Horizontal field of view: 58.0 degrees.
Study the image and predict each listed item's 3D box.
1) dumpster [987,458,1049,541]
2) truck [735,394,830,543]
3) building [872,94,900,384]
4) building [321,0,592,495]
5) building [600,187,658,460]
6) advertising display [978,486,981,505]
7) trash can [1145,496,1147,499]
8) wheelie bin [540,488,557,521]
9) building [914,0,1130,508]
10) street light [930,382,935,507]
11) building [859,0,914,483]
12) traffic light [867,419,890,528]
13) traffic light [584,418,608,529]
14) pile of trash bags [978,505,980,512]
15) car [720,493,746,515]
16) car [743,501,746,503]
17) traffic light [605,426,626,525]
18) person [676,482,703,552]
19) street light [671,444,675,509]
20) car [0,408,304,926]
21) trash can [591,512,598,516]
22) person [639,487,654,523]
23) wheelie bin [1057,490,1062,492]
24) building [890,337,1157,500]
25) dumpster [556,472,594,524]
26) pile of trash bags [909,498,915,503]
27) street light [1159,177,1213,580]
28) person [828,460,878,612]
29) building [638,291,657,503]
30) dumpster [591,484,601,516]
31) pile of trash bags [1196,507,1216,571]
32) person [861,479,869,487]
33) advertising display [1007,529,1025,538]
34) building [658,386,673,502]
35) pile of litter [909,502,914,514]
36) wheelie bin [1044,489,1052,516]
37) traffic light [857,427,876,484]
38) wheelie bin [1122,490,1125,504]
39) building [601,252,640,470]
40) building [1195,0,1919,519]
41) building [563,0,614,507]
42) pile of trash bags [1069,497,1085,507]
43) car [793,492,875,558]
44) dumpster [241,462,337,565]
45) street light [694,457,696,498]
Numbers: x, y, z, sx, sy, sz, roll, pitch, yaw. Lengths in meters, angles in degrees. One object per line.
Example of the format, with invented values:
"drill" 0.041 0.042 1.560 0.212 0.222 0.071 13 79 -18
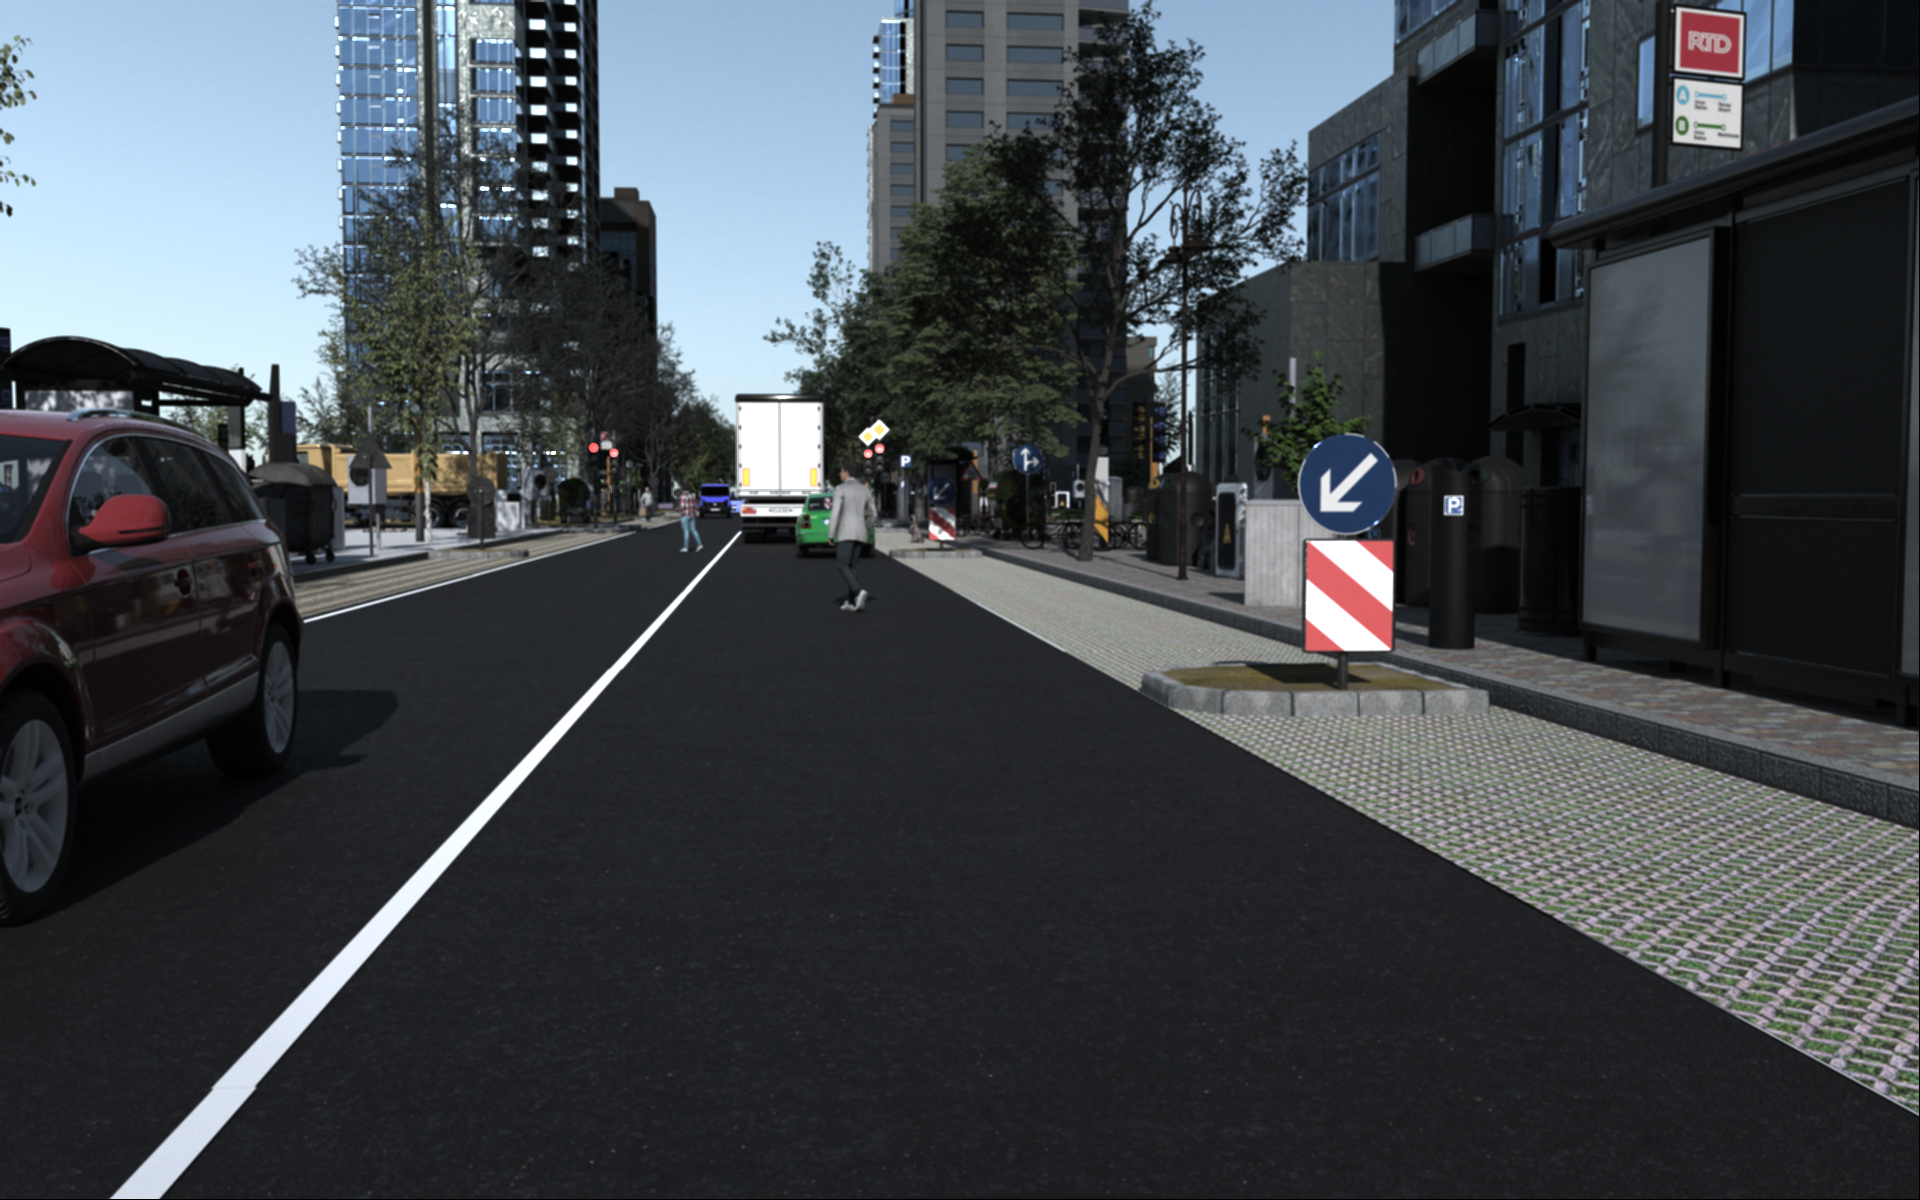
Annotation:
"dumpster" 1.600 -2.776 47.881 1.502 2.255 1.985 0 4 -6
"truck" -5.481 -3.993 54.200 2.839 4.237 11.283 0 4 -4
"building" -2.669 -44.060 262.376 21.231 58.520 28.212 0 4 -6
"building" -44.997 -51.724 158.355 22.319 86.520 31.000 0 4 -6
"building" -52.240 -37.068 256.166 14.600 45.320 14.200 0 4 -6
"advertising display" 1.524 -7.985 135.767 0.123 1.923 0.974 0 4 5
"trash can" 12.948 -6.503 117.983 0.748 1.137 0.748 0 3 0
"wheelie bin" -19.852 -4.624 83.508 0.693 1.594 0.980 -3 5 -43
"building" 5.909 -38.624 173.498 21.231 58.520 28.212 0 4 -6
"street light" -1.025 -5.632 64.868 0.468 5.910 1.993 0 4 -6
"building" -6.690 -59.865 291.470 22.319 86.520 31.000 0 4 -6
"traffic light" -3.048 -4.654 65.018 0.839 4.253 0.868 0 4 -6
"traffic light" -13.449 -4.586 63.895 0.839 4.253 0.868 0 4 -6
"pile of trash bags" 2.841 -7.238 128.096 1.912 1.369 3.447 2 4 31
"car" -16.048 -6.864 121.820 1.945 1.707 3.694 0 4 -8
"car" -22.398 -10.465 183.681 1.945 1.354 3.894 0 4 -4
"traffic light" -14.297 -5.071 71.835 0.839 4.253 0.868 0 4 -6
"person" -6.762 -2.070 43.174 0.643 1.720 0.563 3 4 37
"street light" -24.641 -10.775 148.950 0.468 5.910 1.993 0 4 -6
"car" -4.305 0.084 7.301 2.281 1.827 5.304 0 4 -7
"trash can" -21.567 -5.508 101.703 0.748 1.137 0.748 0 3 0
"person" -15.514 -4.682 85.542 0.515 1.767 0.782 3 5 42
"wheelie bin" 7.579 -7.571 131.693 0.693 1.594 0.980 -1 4 -16
"building" 6.329 -21.914 203.336 27.650 21.520 28.899 0 4 -6
"dumpster" -16.839 -4.481 75.753 1.502 2.255 1.985 0 4 -6
"pile of trash bags" -4.575 -7.848 138.062 3.447 1.369 1.912 0 4 -3
"street light" 3.326 -3.237 25.710 0.468 5.910 1.993 0 4 -6
"person" -1.282 -0.785 21.180 0.661 1.843 0.795 -3 4 -38
"building" -50.033 -28.804 242.647 14.160 30.474 14.107 0 4 -6
"dumpster" -21.441 -5.771 100.122 1.264 1.857 1.865 0 4 -6
"pile of trash bags" 5.737 -1.199 29.361 3.447 1.369 1.912 1 4 9
"person" -2.704 -2.370 47.345 0.679 1.850 0.850 -3 5 -43
"advertising display" 1.646 -2.763 50.384 0.123 1.923 0.974 2 4 35
"building" -60.926 -26.484 278.051 27.650 21.520 28.899 0 4 -6
"pile of litter" -2.958 -5.969 111.550 1.176 0.858 1.719 0 4 1
"wheelie bin" 5.092 -5.774 102.316 0.693 1.594 0.980 -1 4 -16
"traffic light" -3.896 -5.140 72.958 0.839 4.253 0.868 0 4 -6
"wheelie bin" 12.140 -7.443 129.601 0.980 1.594 0.693 0 4 -1
"building" -45.880 -26.426 203.762 14.160 30.474 14.107 0 4 -6
"building" 20.684 -44.591 41.728 22.319 86.520 31.000 0 4 -6
"building" -47.069 -45.671 184.967 20.563 71.187 20.611 0 4 -6
"pile of trash bags" 8.681 -6.818 121.228 1.912 1.369 3.447 -1 4 -19
"car" -2.917 -1.930 40.356 1.959 1.807 4.718 0 4 -5
"dumpster" -12.347 -1.603 31.965 1.264 1.857 1.865 0 4 -6
"street light" -28.827 -13.205 188.684 0.468 5.910 1.993 0 4 -6
